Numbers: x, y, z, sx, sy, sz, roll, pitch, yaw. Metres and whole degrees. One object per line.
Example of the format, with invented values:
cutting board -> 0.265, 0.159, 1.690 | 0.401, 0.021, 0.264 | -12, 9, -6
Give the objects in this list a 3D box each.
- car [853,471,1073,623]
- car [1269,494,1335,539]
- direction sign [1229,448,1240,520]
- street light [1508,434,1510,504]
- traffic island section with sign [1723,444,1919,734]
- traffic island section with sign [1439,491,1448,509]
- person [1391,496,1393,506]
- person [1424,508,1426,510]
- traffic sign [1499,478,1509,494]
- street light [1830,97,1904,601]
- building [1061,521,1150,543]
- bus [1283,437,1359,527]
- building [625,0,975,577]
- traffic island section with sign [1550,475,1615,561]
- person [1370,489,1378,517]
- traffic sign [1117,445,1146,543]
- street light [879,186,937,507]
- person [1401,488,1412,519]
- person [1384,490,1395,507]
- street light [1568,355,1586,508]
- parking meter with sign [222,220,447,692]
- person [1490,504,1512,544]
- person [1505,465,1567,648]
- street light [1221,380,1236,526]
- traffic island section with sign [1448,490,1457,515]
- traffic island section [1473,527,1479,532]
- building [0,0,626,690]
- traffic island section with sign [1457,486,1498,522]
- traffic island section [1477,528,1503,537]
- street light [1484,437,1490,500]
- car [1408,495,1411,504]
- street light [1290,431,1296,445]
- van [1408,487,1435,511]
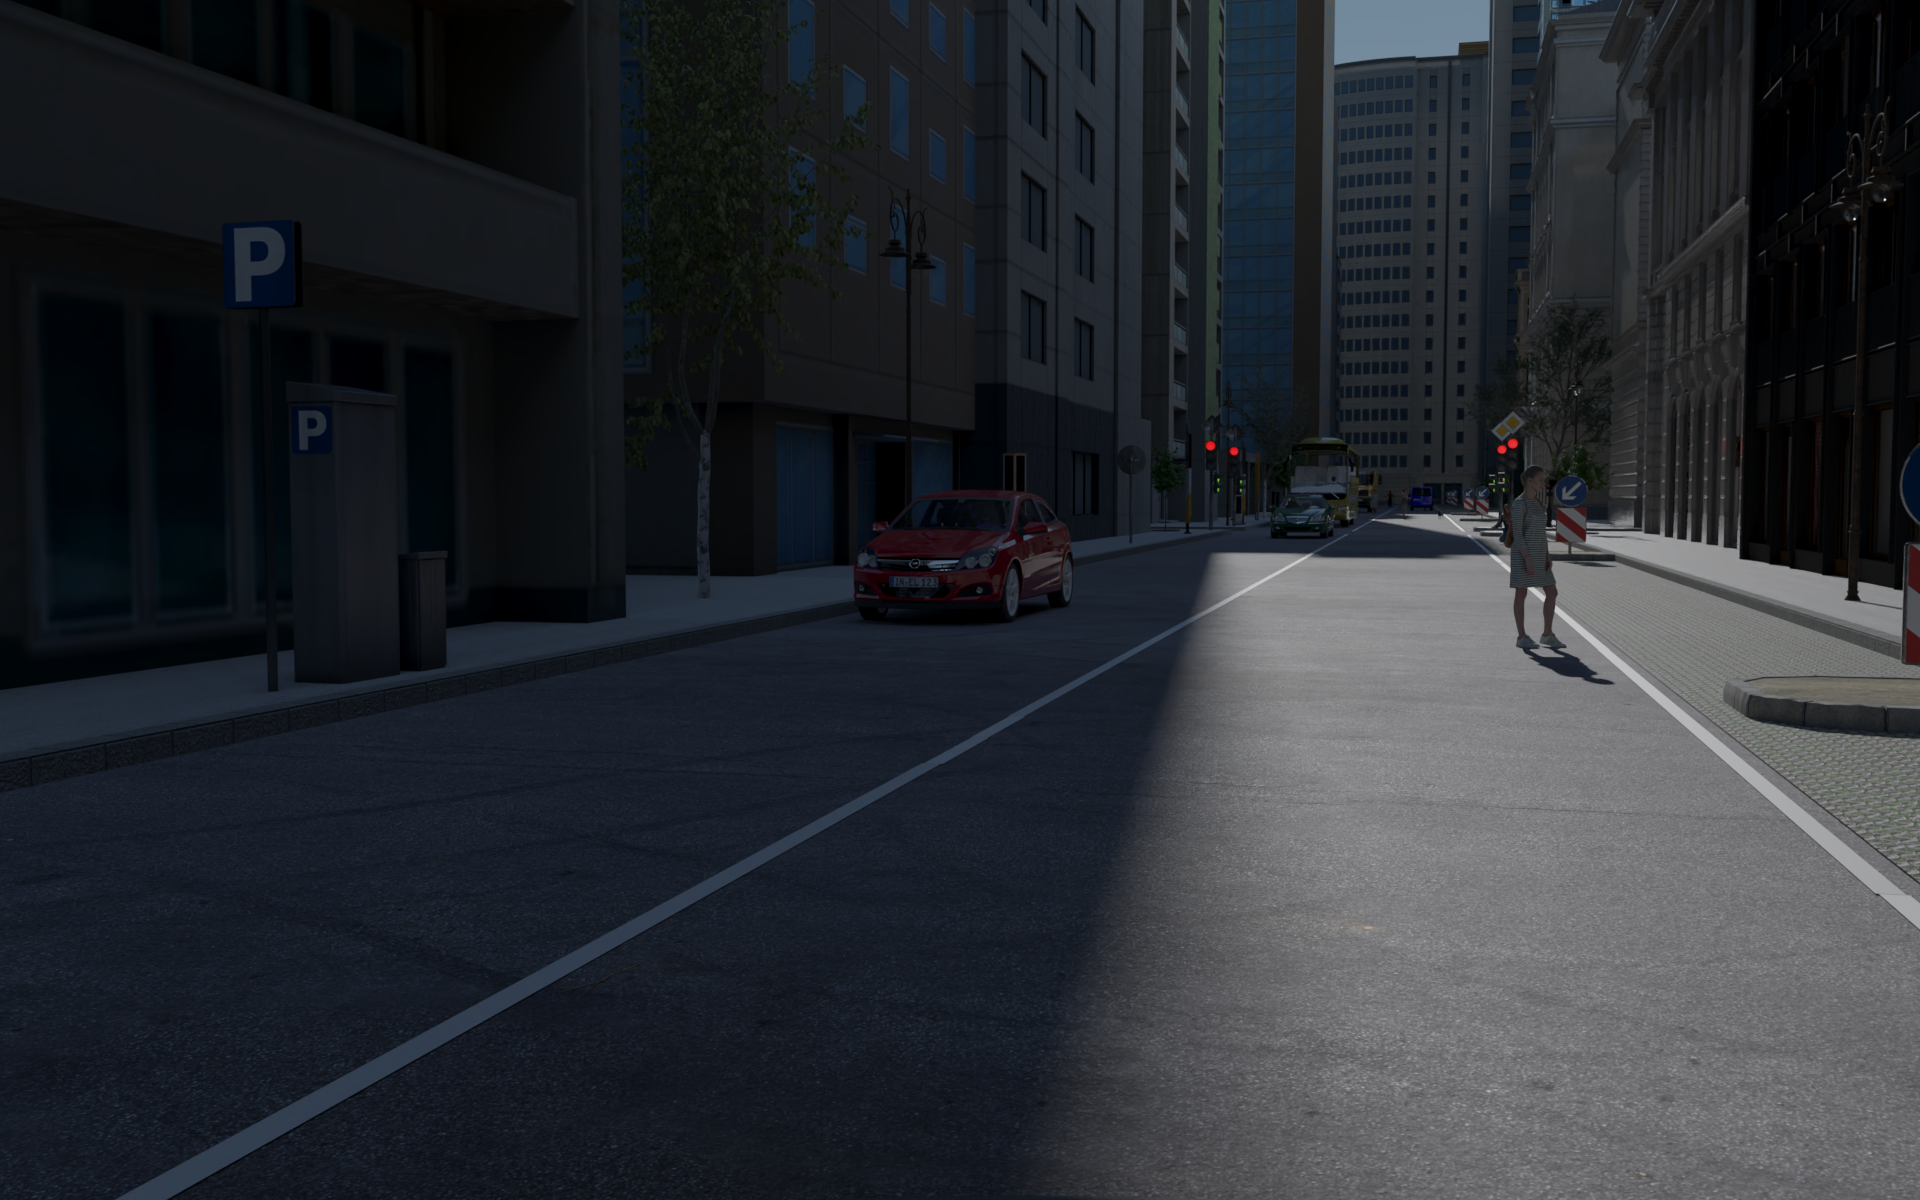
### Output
car -> 0.119, -0.719, 20.804 | 2.155, 1.783, 4.494 | 1, 4, 16
car -> 11.366, -2.785, 57.333 | 2.131, 1.459, 4.920 | 1, 4, 16
direction sign -> 13.358, -5.660, 84.536 | 0.876, 3.537, 0.379 | -3, 5, -42
street light -> 32.063, -7.844, 101.041 | 0.468, 5.910, 1.993 | 1, 4, 15
traffic island section with sign -> 6.087, -0.155, 11.159 | 1.989, 1.847, 2.006 | 1, 4, 15
traffic island section with sign -> 47.105, -9.600, 165.592 | 1.989, 1.847, 2.006 | 1, 4, 15
person -> 48.293, -11.163, 194.275 | 1.065, 1.426, 0.557 | -3, 5, -40
person -> 40.533, -8.539, 151.339 | 0.697, 1.427, 0.421 | 3, 4, 36
traffic sign -> 32.100, -6.200, 102.552 | 0.795, 2.450, 0.064 | 1, 4, 20
street light -> 10.756, -2.930, 20.693 | 0.468, 5.910, 1.993 | 1, 4, 15
building -> -6.169, -37.349, 48.909 | 20.611, 71.187, 20.563 | 1, 4, 15
bus -> 16.529, -5.306, 78.292 | 2.896, 3.916, 12.252 | 1, 4, 15
building -> -7.812, -23.459, 33.658 | 14.600, 45.320, 14.200 | 1, 4, 15
traffic island section with sign -> 13.150, -1.783, 37.781 | 1.989, 1.847, 2.006 | 1, 4, 15
person -> 25.402, -5.935, 106.286 | 0.466, 1.731, 0.760 | 0, 4, 6
traffic sign -> 4.443, -2.745, 44.991 | 0.768, 2.556, 0.104 | 1, 4, 17
street light -> -0.781, -3.279, 26.398 | 0.468, 5.910, 1.993 | 1, 4, 15
person -> 25.312, -5.474, 98.362 | 0.532, 1.782, 0.716 | 2, 4, 32
person -> 46.030, -10.829, 185.498 | 1.348, 1.831, 0.705 | -1, 4, -12
street light -> 20.563, -5.202, 57.839 | 0.468, 5.910, 1.993 | 1, 4, 15
parking meter with sign -> -4.229, -0.961, 11.967 | 0.543, 3.016, 1.738 | 1, 4, 17
person -> 15.636, -2.148, 49.113 | 1.012, 1.151, 0.738 | 2, 4, 29
person -> 5.323, -0.406, 16.148 | 0.512, 1.701, 0.522 | -3, 5, -42
street light -> 10.856, -5.952, 70.099 | 0.468, 5.910, 1.993 | 1, 4, 15
traffic island section with sign -> 34.039, -6.589, 116.359 | 1.989, 1.847, 2.006 | 1, 4, 15
traffic island section -> 20.773, -2.707, 66.532 | 2.009, 0.180, 2.903 | 1, 4, 15
building -> -16.452, -23.572, 9.101 | 21.300, 48.544, 21.600 | 1, 4, 15
traffic island section with sign -> 27.103, -4.996, 90.308 | 1.989, 1.847, 2.006 | 1, 4, 15
traffic island section -> 18.723, -2.234, 58.814 | 2.009, 0.180, 2.903 | 1, 4, 15
street light -> 41.911, -10.095, 137.846 | 0.468, 5.910, 1.993 | 1, 4, 15
car -> 55.586, -12.306, 213.208 | 2.014, 1.417, 4.499 | 1, 4, 17
street light -> 20.548, -8.205, 106.946 | 0.468, 5.910, 1.993 | 1, 4, 15
van -> 39.439, -8.777, 147.893 | 2.240, 2.365, 5.245 | 1, 4, 15
